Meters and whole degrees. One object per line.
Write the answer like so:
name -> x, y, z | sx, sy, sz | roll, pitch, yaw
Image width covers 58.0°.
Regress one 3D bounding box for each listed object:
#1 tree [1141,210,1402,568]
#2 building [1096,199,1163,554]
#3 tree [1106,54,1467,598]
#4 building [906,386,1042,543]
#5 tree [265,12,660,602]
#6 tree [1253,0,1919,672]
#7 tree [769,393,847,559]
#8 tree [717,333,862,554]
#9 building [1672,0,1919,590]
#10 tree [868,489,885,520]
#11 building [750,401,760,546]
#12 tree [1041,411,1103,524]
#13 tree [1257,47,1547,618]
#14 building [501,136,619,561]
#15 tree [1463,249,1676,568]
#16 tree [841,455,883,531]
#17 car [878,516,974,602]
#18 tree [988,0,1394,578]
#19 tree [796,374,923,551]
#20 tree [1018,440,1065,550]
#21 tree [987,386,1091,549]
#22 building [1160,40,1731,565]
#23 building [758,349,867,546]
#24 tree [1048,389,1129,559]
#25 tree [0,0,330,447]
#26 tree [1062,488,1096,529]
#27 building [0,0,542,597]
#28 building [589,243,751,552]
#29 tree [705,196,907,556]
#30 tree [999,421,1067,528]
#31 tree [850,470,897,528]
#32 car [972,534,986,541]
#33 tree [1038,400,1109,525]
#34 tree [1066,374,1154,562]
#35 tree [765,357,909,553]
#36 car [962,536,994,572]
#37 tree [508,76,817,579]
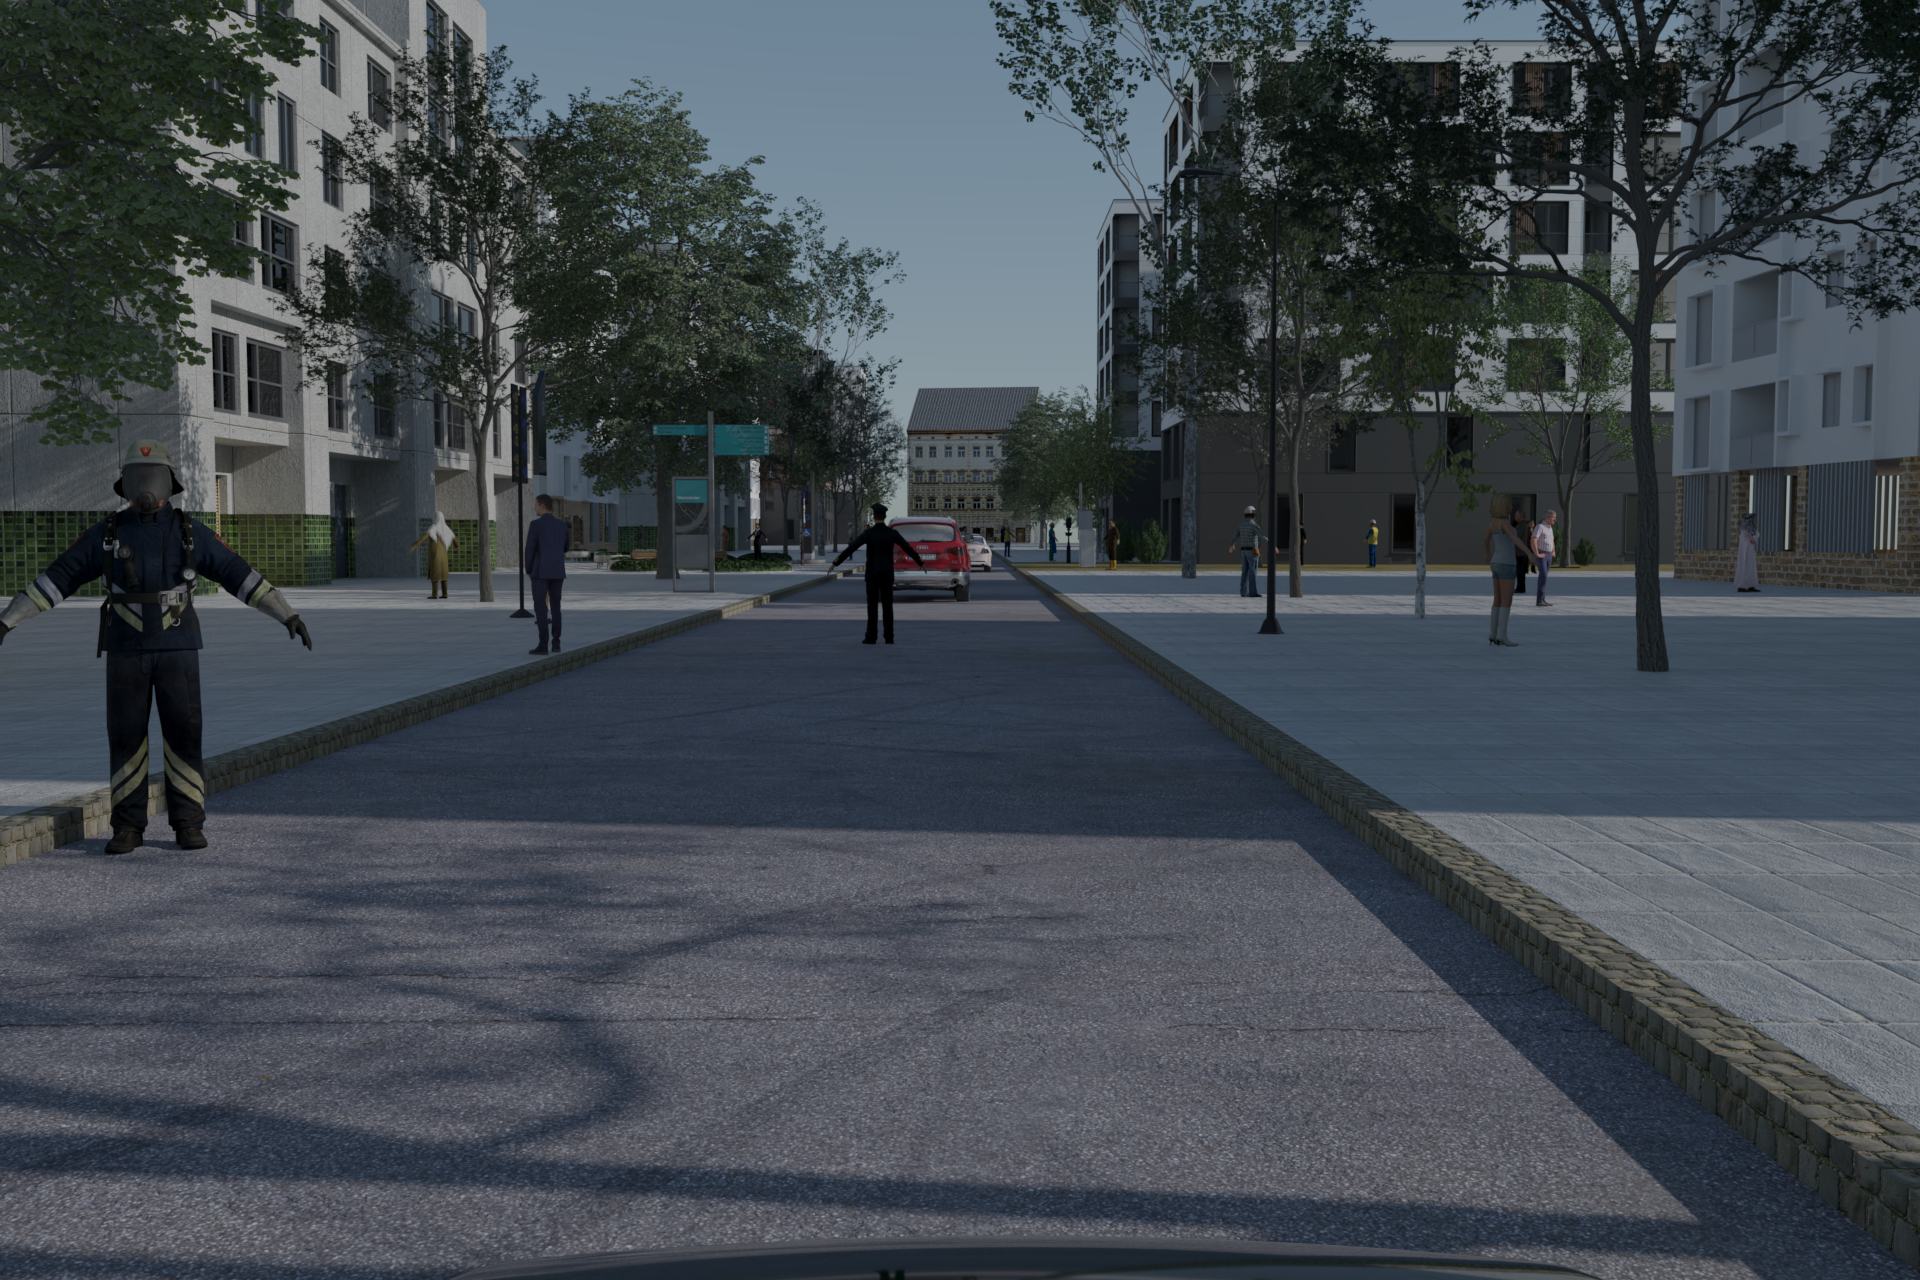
tree -> 11.461, -9.496, 65.627 | 12.009, 13.543, 11.850 | 0, 3, 0
building -> 23.385, -17.013, 122.145 | 27.936, 21.610, 32.646 | 0, 4, 0
tree -> 6.456, -6.128, 34.613 | 7.601, 10.594, 8.767 | -1, 4, -14
building -> 2.766, -25.947, 257.620 | 18.063, 23.208, 19.493 | 1, 4, 9
tree -> -9.184, -5.979, 32.163 | 8.767, 10.594, 7.601 | 3, 5, 42
tree -> 6.181, -4.994, 16.058 | 7.601, 10.594, 8.767 | 1, 4, 18
tree -> -7.870, -8.432, 88.222 | 4.737, 8.622, 4.395 | 0, 3, 0
tree -> -8.362, -8.931, 80.433 | 8.767, 10.594, 7.601 | 2, 4, 34
building -> 25.369, -11.654, 46.964 | 16.016, 20.090, 11.380 | 0, 4, 0
tree -> -14.361, -19.663, 255.894 | 7.601, 10.594, 8.767 | 0, 4, -2
building -> -27.094, -19.598, 176.854 | 16.016, 20.090, 11.380 | 0, 4, 1
tree -> 7.060, -9.317, 102.697 | 4.737, 8.622, 4.395 | 0, 3, 0
tree -> 6.833, -4.625, 25.974 | 4.737, 8.622, 4.395 | 0, 3, 0
building -> -24.017, -13.908, 83.821 | 16.016, 20.090, 11.380 | 0, 4, -1
tree -> 22.657, -8.498, 64.698 | 9.928, 11.665, 9.643 | 0, 3, 0
tree -> -8.414, -12.870, 160.794 | 4.360, 8.622, 3.978 | 0, 3, 0
car -> -0.819, -1.807, 38.211 | 2.281, 1.827, 5.304 | 0, 4, -1
tree -> 8.083, -11.829, 49.291 | 12.611, 20.169, 13.585 | 0, 3, 0
tree -> -7.872, -13.589, 132.554 | 12.009, 13.543, 11.850 | 0, 3, 0
tree -> 6.738, -11.377, 136.382 | 4.737, 8.622, 4.395 | 0, 3, 0
tree -> 7.094, -14.883, 149.985 | 9.857, 13.997, 8.962 | 0, 3, 0
building -> 23.945, -14.948, 88.368 | 27.936, 21.610, 32.646 | 0, 3, 0
building -> -25.808, -22.257, 207.873 | 27.936, 21.610, 32.646 | 0, 4, 0
tree -> 6.710, -8.368, 87.179 | 4.737, 8.622, 4.395 | 0, 3, 0
tree -> -9.502, -5.912, 14.795 | 7.486, 12.596, 7.792 | 0, 3, 0
tree -> 18.176, -20.447, 252.439 | 7.486, 12.596, 7.792 | 0, 3, 0
building -> -24.301, -11.255, 50.469 | 16.747, 18.905, 31.486 | 0, 4, 0
building -> -25.188, -15.598, 121.489 | 16.747, 18.905, 31.486 | 0, 4, 1
tree -> -9.176, -14.937, 100.117 | 12.611, 20.169, 13.585 | 0, 3, 0
tree -> 7.458, -14.939, 162.385 | 7.486, 12.596, 7.792 | 0, 3, 0
tree -> -7.666, -12.276, 151.068 | 4.737, 8.622, 4.395 | 0, 3, 0
car -> 0.931, -7.181, 127.626 | 2.015, 1.641, 3.980 | 0, 4, 0
tree -> 6.506, -8.768, 93.714 | 4.737, 8.622, 4.395 | 0, 3, 0
tree -> 6.818, -7.985, 80.918 | 4.737, 8.622, 4.395 | 0, 3, 0
tree -> -8.467, -12.772, 119.188 | 12.009, 13.543, 11.850 | 0, 3, 0
car -> 0.271, -3.304, 66.375 | 2.083, 1.381, 4.827 | 0, 4, 0
tree -> -8.331, -8.709, 49.049 | 9.857, 13.997, 8.962 | 0, 3, 0
